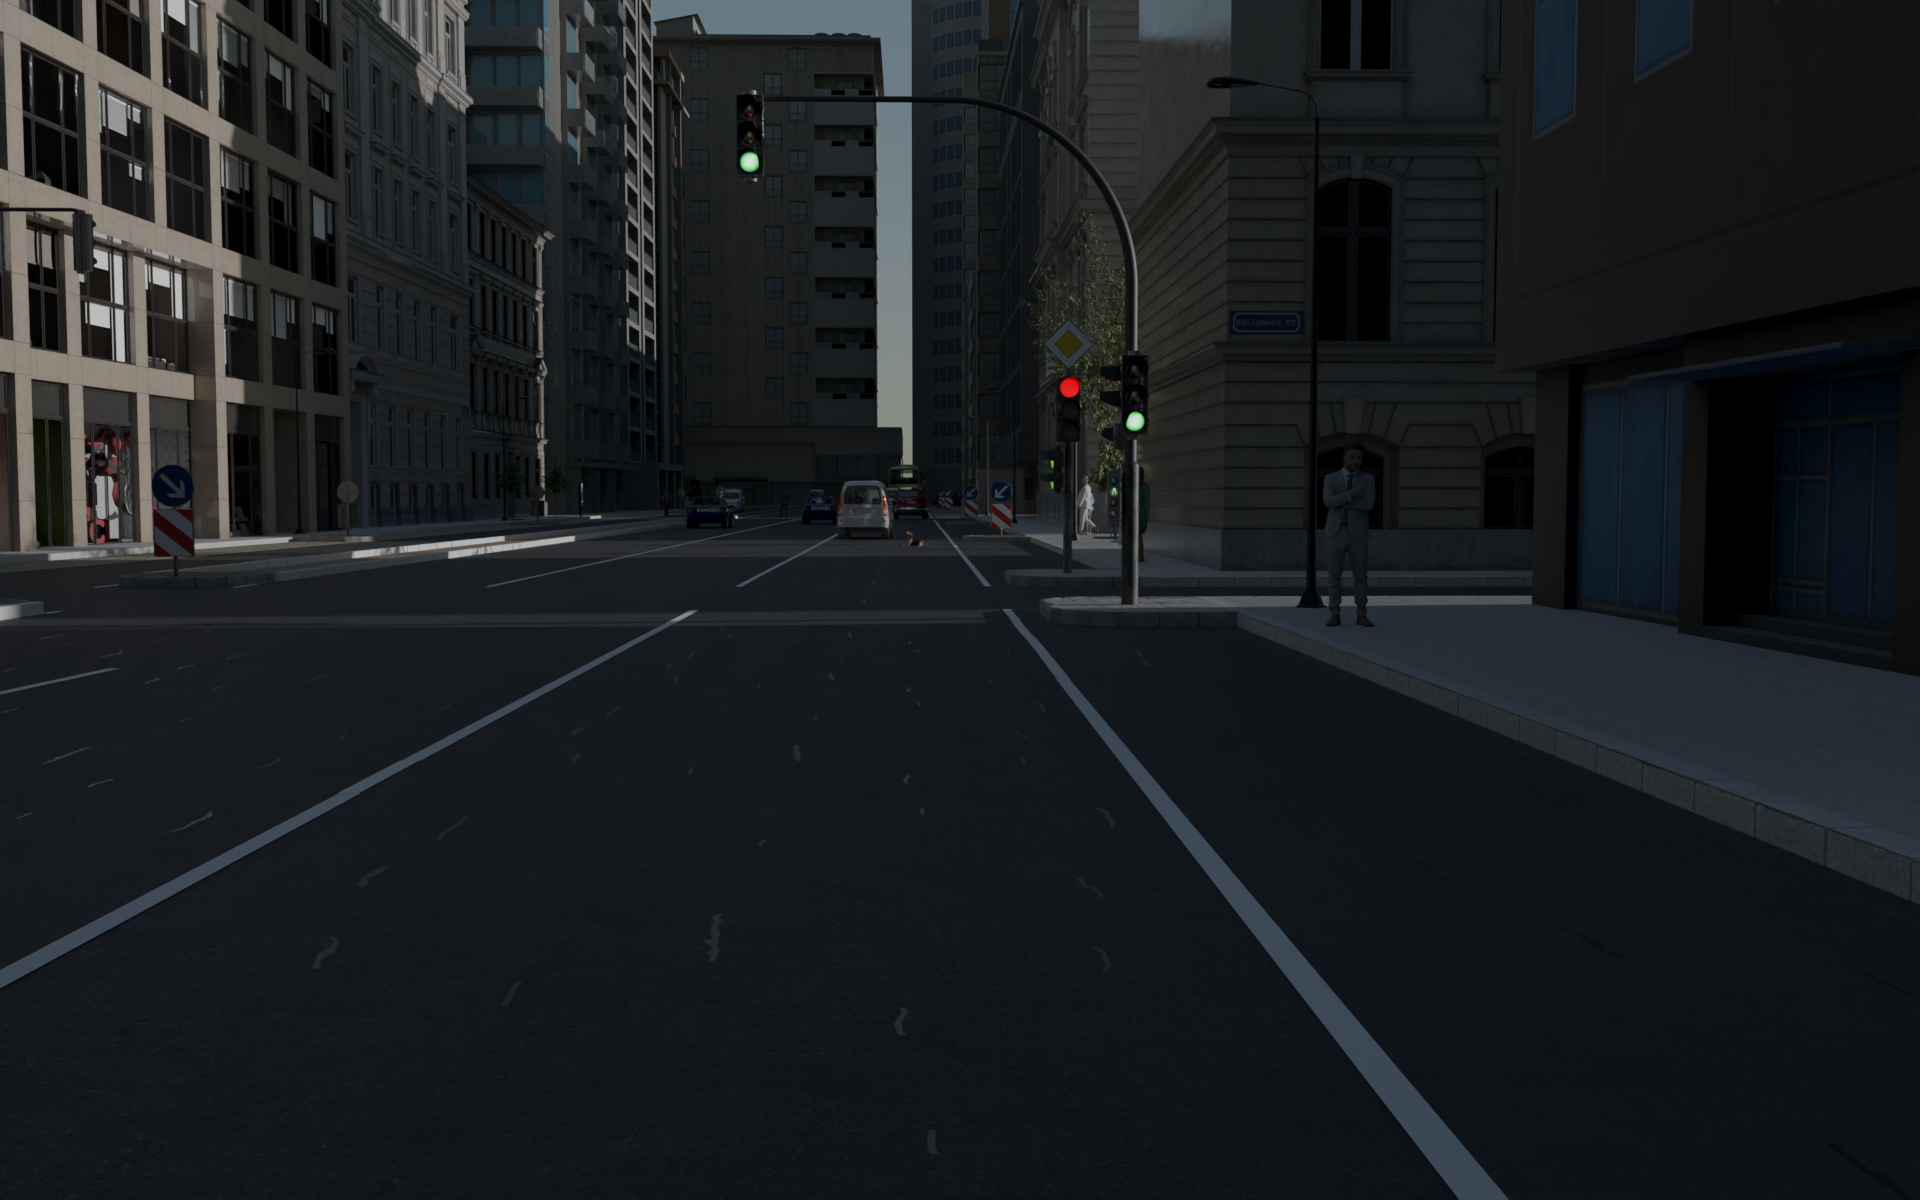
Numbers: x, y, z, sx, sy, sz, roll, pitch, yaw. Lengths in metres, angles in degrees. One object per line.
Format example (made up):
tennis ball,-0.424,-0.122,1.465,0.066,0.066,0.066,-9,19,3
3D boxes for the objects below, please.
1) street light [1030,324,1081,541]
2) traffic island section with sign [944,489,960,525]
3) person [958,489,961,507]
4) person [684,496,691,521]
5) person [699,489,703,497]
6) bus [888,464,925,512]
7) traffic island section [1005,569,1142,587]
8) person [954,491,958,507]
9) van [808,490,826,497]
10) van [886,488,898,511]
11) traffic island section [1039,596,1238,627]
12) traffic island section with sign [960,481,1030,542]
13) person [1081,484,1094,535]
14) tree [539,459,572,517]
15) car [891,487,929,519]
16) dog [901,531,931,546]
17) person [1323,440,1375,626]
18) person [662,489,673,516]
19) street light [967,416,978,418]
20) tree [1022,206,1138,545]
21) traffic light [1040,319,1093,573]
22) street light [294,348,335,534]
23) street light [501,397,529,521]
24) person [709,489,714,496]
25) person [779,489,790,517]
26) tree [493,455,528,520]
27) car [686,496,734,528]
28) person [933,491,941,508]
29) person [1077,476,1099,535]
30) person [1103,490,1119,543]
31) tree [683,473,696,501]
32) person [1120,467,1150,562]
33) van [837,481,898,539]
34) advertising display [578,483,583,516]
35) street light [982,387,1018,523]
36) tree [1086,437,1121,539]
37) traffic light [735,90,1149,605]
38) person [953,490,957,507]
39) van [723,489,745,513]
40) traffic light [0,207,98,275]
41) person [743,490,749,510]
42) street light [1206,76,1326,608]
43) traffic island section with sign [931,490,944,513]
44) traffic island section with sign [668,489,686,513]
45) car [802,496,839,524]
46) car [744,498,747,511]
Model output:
street light,2.619,-4.586,47.517,1.470,5.913,1.316,0,4,-2
traffic island section with sign,0.371,-4.363,79.961,1.989,1.847,2.006,0,4,-2
person,-0.157,-9.746,166.102,0.721,1.735,1.217,0,4,-4
person,-14.625,-4.918,93.174,0.475,1.303,0.640,1,4,17
person,-24.109,-9.481,161.732,0.721,1.739,1.217,-2,4,-25
bus,-4.447,-9.268,143.084,2.896,3.916,12.252,0,4,0
traffic island section,1.769,-0.359,28.146,2.009,0.180,2.903,0,4,-2
person,-0.410,-10.290,175.758,0.415,1.643,0.593,2,4,33
van,-13.695,-9.791,167.092,2.013,2.044,4.112,0,4,0
van,-4.954,-7.294,126.266,2.013,2.044,4.112,0,4,-2
traffic island section,1.986,0.129,20.164,2.009,0.180,2.903,0,4,-2
traffic island section with sign,1.107,-2.698,52.736,1.989,1.847,2.006,0,4,-2
person,4.038,-2.870,54.780,0.330,1.601,0.589,2,4,33
tree,-22.229,-6.193,95.855,1.663,3.219,1.824,0,3,0
car,-2.908,-5.656,101.155,2.281,1.827,5.304,0,4,-2
dog,-1.217,-1.686,47.766,0.748,0.427,0.550,2,4,27
person,3.768,-0.644,16.758,0.511,1.800,0.466,0,4,-2
person,-19.288,-6.421,114.205,0.721,1.743,1.217,2,4,25
street light,1.093,-7.991,103.188,1.470,5.913,1.316,0,4,-2
tree,3.861,-5.709,43.697,4.737,8.622,4.395,0,3,0
traffic light,1.729,-2.392,28.031,0.839,4.253,0.868,0,4,-2
street light,-20.603,-5.062,55.307,1.470,5.913,1.316,0,4,-2
street light,-21.274,-6.745,82.815,1.470,5.913,1.316,0,4,-2
person,-24.827,-10.201,173.380,0.434,1.755,0.990,2,4,23
person,-10.810,-5.968,106.522,0.683,1.767,0.568,-1,4,-9
tree,-22.089,-5.535,85.103,1.663,3.219,1.824,0,3,0
car,-10.632,-3.740,73.735,1.945,1.354,3.894,0,4,-3
person,-2.093,-9.313,161.563,0.742,1.727,0.445,-1,4,-14
person,3.925,-2.912,53.529,0.818,1.842,0.514,0,4,-3
person,4.221,-2.386,45.732,0.731,1.740,0.598,-3,4,-37
tree,-24.535,-9.854,155.709,1.663,3.219,1.824,0,3,0
person,3.372,-1.609,32.594,0.600,1.795,0.529,3,4,37
van,-3.035,-2.999,56.053,2.013,2.044,4.112,0,4,0
advertising display,-21.794,-5.768,99.518,0.123,1.923,0.974,0,4,-4
street light,1.840,-6.305,75.621,1.470,5.913,1.316,0,4,-2
tree,4.282,-3.388,49.999,1.663,3.219,1.824,0,3,0
traffic light,-0.143,-2.764,19.851,4.771,5.953,1.251,0,4,-2
person,-0.471,-10.119,172.413,0.541,1.710,0.530,-3,4,-36
van,-17.478,-7.698,132.866,2.013,2.044,4.112,0,4,-1
traffic light,-16.236,-3.235,27.565,4.771,5.953,1.251,0,4,-2
person,-18.680,-8.693,151.071,0.568,1.767,0.683,1,4,20
street light,3.435,-2.868,19.432,1.470,5.913,1.316,0,4,-2
traffic island section with sign,-0.989,-7.416,129.884,1.989,1.847,2.006,0,4,-2
traffic island section with sign,-20.807,-7.383,129.337,1.989,1.847,2.006,0,4,-2
car,-6.645,-4.319,83.192,1.945,1.354,3.894,0,4,-1
car,-18.962,-8.346,145.491,2.155,1.783,4.494,0,4,-3
